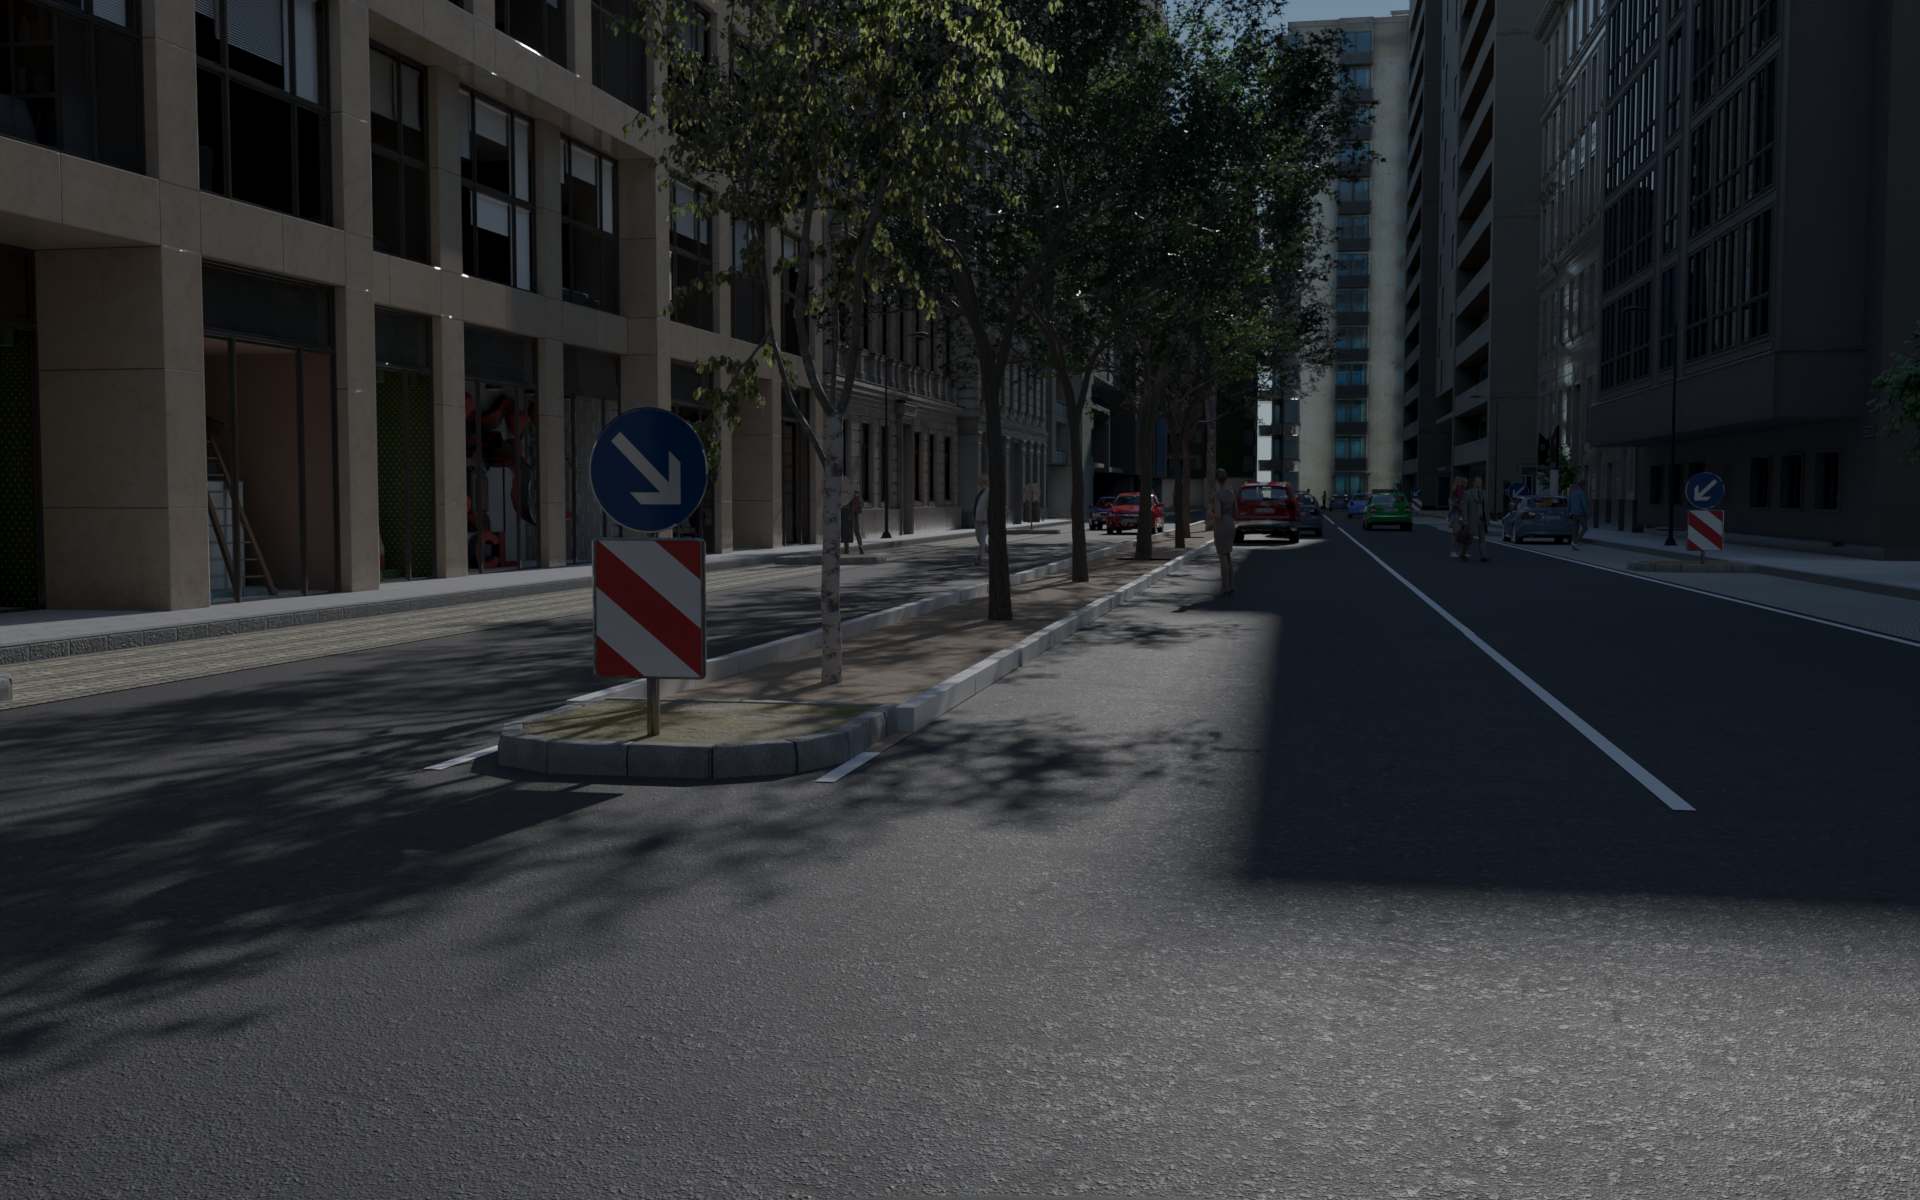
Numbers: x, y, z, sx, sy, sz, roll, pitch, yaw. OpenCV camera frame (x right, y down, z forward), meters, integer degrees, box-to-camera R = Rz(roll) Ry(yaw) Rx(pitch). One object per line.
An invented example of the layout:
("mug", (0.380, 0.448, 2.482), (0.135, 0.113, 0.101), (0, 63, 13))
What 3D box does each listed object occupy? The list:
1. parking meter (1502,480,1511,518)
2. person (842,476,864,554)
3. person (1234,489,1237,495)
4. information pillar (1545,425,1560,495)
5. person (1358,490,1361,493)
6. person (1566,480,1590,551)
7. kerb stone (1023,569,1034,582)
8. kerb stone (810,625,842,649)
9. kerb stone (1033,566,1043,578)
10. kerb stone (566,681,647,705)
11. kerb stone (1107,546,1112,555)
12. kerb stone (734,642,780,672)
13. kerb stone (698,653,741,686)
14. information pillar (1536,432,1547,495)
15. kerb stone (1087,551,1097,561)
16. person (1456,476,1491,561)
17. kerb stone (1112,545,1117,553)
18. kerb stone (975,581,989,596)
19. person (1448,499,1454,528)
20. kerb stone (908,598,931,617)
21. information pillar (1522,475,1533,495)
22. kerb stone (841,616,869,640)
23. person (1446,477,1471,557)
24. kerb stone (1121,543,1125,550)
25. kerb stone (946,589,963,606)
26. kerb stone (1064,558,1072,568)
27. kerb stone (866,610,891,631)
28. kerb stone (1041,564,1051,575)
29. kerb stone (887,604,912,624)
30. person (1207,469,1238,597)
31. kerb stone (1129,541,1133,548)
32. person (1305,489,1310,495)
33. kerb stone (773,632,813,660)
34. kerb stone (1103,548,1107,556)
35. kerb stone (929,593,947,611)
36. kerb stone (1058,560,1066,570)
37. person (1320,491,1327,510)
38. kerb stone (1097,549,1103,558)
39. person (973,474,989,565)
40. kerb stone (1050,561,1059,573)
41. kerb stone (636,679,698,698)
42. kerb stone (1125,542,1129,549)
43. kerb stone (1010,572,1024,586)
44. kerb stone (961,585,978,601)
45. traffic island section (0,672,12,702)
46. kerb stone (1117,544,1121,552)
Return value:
("parking meter", (23.332, -4.174, 73.948), (0.255, 1.863, 0.399), (0, 4, 7))
("person", (-2.496, -1.877, 39.147), (0.622, 1.834, 0.822), (-1, 4, -21))
("person", (14.757, -5.152, 93.412), (0.551, 1.740, 0.621), (0, 4, 2))
("information pillar", (20.339, -4.153, 59.263), (0.183, 3.616, 0.504), (0, 4, -6))
("person", (28.619, -7.012, 123.866), (1.217, 1.735, 0.721), (-2, 4, -31))
("person", (15.562, -2.128, 43.637), (0.444, 1.785, 0.601), (-1, 4, -15))
("kerb stone", (1.031, -0.375, 28.388), (0.120, 0.150, 1.000), (1, 4, 11))
("kerb stone", (-1.322, 0.364, 16.311), (0.120, 0.150, 1.000), (1, 4, 11))
("kerb stone", (1.226, -0.437, 29.401), (0.120, 0.150, 1.000), (1, 4, 11))
("kerb stone", (-2.301, 0.671, 11.283), (0.120, 0.150, 1.000), (1, 4, 11))
("kerb stone", (3.378, -1.118, 40.467), (0.120, 0.150, 1.000), (1, 4, 11))
("kerb stone", (-1.713, 0.483, 14.304), (0.120, 0.150, 1.000), (1, 4, 11))
("kerb stone", (-1.915, 0.544, 13.297), (0.120, 0.150, 1.000), (1, 4, 11))
("information pillar", (22.159, -4.554, 65.817), (0.504, 3.616, 0.183), (-1, 4, -15))
("kerb stone", (2.801, -0.933, 37.453), (0.120, 0.150, 1.000), (1, 4, 11))
("person", (10.991, -1.731, 36.900), (0.694, 1.812, 0.767), (-1, 4, -19))
("kerb stone", (3.581, -1.179, 41.469), (0.120, 0.150, 1.000), (1, 4, 11))
("kerb stone", (0.240, -0.133, 24.370), (0.120, 0.150, 1.000), (1, 4, 11))
("person", (20.546, -3.634, 72.201), (0.394, 1.301, 0.425), (1, 4, 9))
("kerb stone", (-0.539, 0.113, 20.342), (0.120, 0.150, 1.000), (1, 4, 11))
("information pillar", (21.952, -3.826, 67.053), (0.304, 2.012, 0.304), (0, 4, -3))
("kerb stone", (-1.120, 0.298, 17.320), (0.120, 0.150, 1.000), (1, 4, 11))
("person", (11.321, -1.884, 39.275), (0.573, 1.828, 0.580), (2, 4, 25))
("kerb stone", (3.967, -1.302, 43.477), (0.120, 0.150, 1.000), (1, 4, 11))
("kerb stone", (-0.153, -0.007, 22.350), (0.120, 0.150, 1.000), (1, 4, 11))
("kerb stone", (2.007, -0.687, 33.420), (0.120, 0.150, 1.000), (1, 4, 11))
("kerb stone", (-0.927, 0.236, 18.330), (0.120, 0.150, 1.000), (1, 4, 11))
("kerb stone", (1.424, -0.502, 30.409), (0.120, 0.150, 1.000), (1, 4, 11))
("kerb stone", (-0.735, 0.177, 19.338), (0.120, 0.150, 1.000), (1, 4, 11))
("person", (3.656, -0.936, 24.149), (0.374, 1.781, 0.599), (3, 5, 43))
("kerb stone", (4.359, -1.425, 45.493), (0.120, 0.150, 1.000), (1, 4, 11))
("person", (17.588, -4.785, 87.654), (0.530, 1.710, 0.541), (2, 4, 29))
("kerb stone", (-1.518, 0.421, 15.308), (0.120, 0.150, 1.000), (1, 4, 11))
("kerb stone", (3.183, -1.053, 39.464), (0.120, 0.150, 1.000), (1, 4, 11))
("kerb stone", (-0.344, 0.054, 21.346), (0.120, 0.150, 1.000), (1, 4, 11))
("kerb stone", (1.810, -0.625, 32.417), (0.120, 0.150, 1.000), (1, 4, 11))
("person", (32.650, -8.946, 155.562), (0.721, 1.735, 1.217), (3, 4, 37))
("kerb stone", (2.997, -0.995, 38.458), (0.120, 0.150, 1.000), (1, 4, 11))
("person", (0.512, -1.655, 35.436), (0.514, 1.842, 0.818), (3, 4, 38))
("kerb stone", (1.628, -0.564, 31.410), (0.120, 0.150, 1.000), (1, 4, 11))
("kerb stone", (-2.108, 0.610, 12.294), (0.120, 0.150, 1.000), (1, 4, 11))
("kerb stone", (4.165, -1.361, 44.488), (0.120, 0.150, 1.000), (1, 4, 11))
("kerb stone", (0.834, -0.312, 27.385), (0.120, 0.150, 1.000), (1, 4, 11))
("kerb stone", (0.054, -0.071, 23.361), (0.120, 0.150, 1.000), (1, 4, 11))
("traffic island section", (-7.699, 0.673, 11.273), (2.009, 0.180, 2.903), (1, 4, 11))
("kerb stone", (3.774, -1.240, 42.473), (0.120, 0.150, 1.000), (1, 4, 11))
